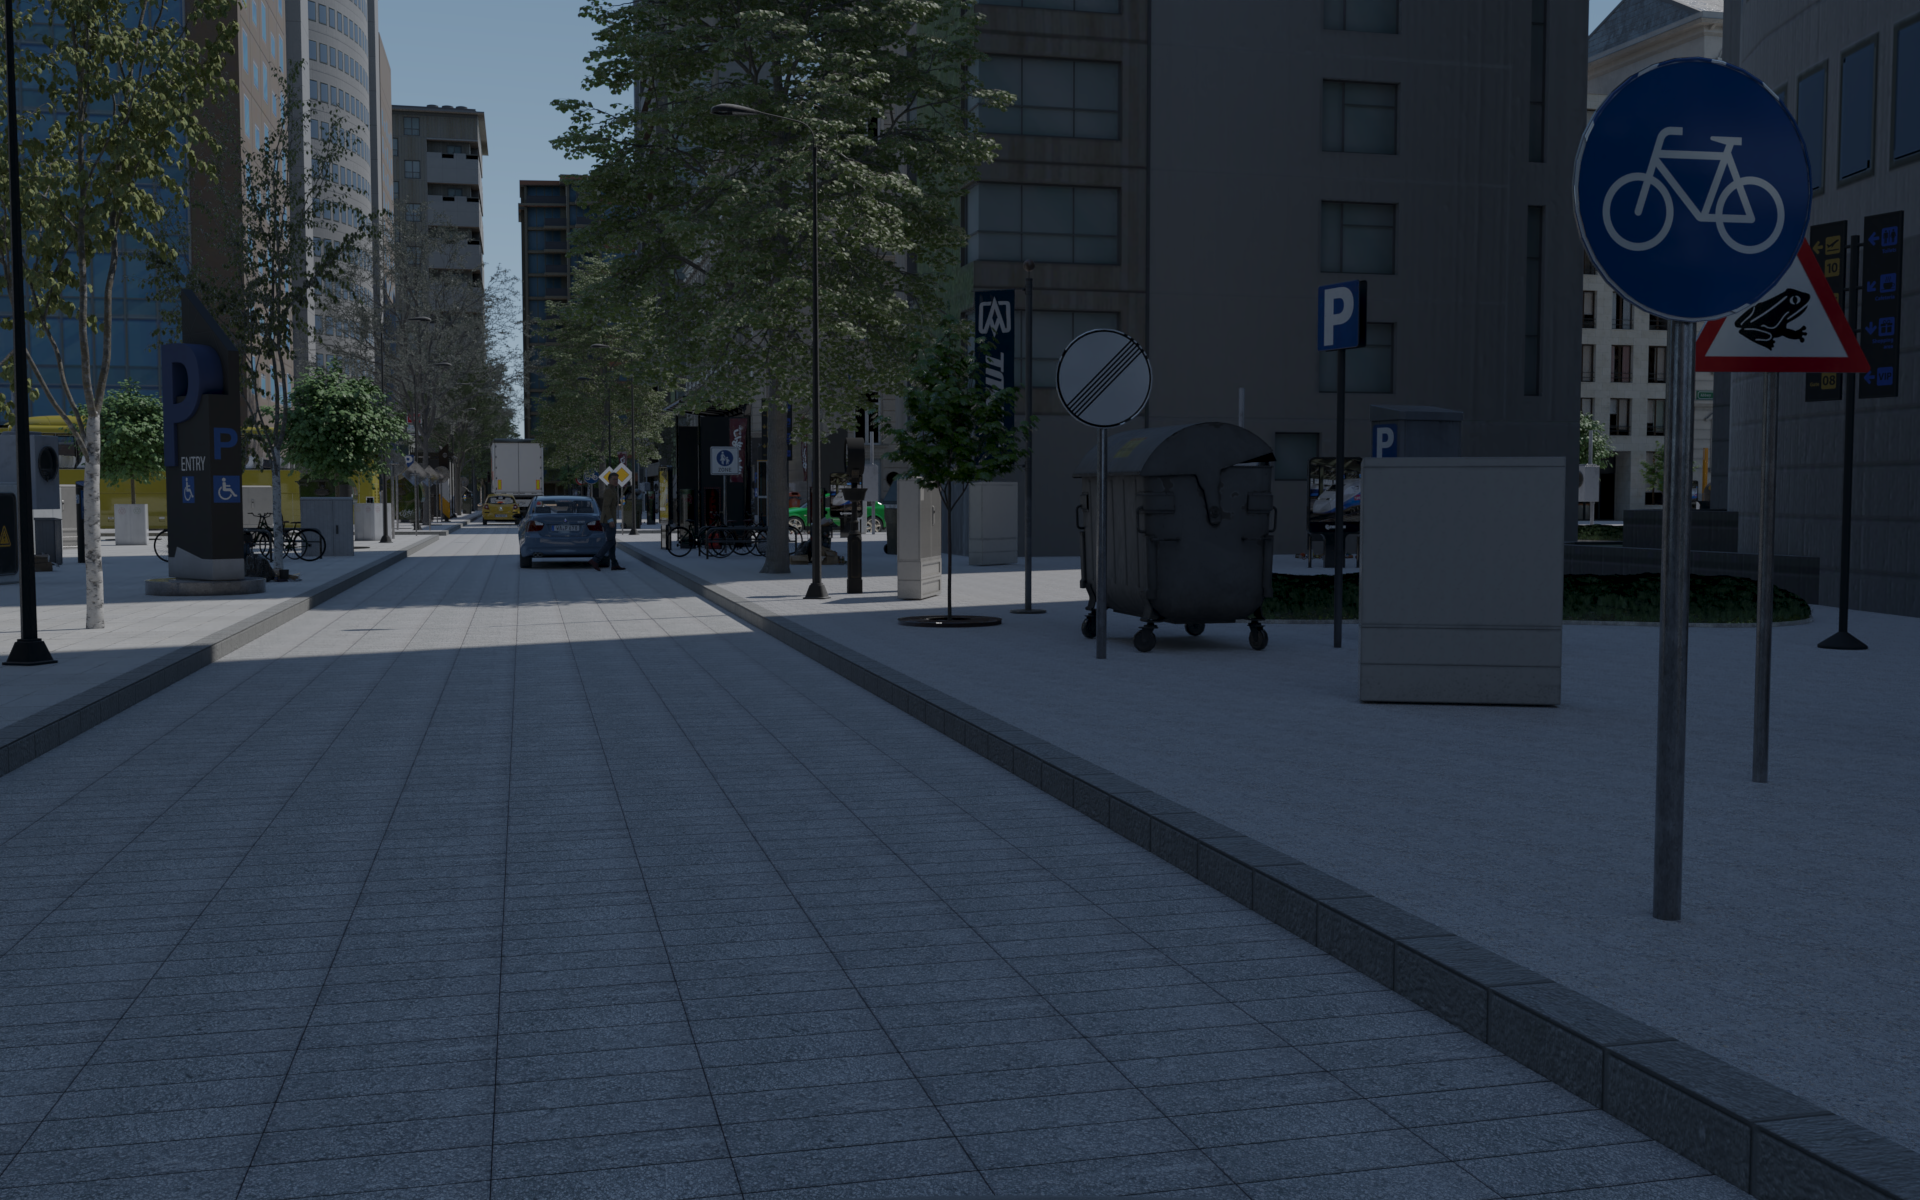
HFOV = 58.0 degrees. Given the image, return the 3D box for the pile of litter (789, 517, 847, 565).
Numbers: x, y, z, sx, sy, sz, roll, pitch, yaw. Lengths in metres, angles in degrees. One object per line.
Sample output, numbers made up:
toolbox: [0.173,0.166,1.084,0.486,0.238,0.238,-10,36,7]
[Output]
pile of litter: [-2.648,-1.088,31.758,1.719,0.858,1.176,3,5,43]

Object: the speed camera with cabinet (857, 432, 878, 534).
speed camera with cabinet: [-3.244,-3.748,55.620,0.660,3.252,2.038,-2,4,-23]

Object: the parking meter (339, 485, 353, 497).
parking meter: [-16.510,-2.332,46.546,0.372,1.533,0.369,0,3,0]

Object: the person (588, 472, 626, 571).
person: [-6.559,-1.464,32.340,0.656,1.842,0.836,3,5,45]

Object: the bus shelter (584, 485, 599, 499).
bus shelter: [-22.496,-7.030,106.227,1.731,3.624,6.357,-1,4,-14]

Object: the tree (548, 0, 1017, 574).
tree: [-2.952,-6.733,28.207,7.486,12.596,7.792,0,3,0]

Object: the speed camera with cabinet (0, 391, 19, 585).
speed camera with cabinet: [-13.781,-1.875,24.987,0.660,3.252,2.038,0,3,0]

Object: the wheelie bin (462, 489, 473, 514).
wheelie bin: [-31.736,-6.340,111.567,0.693,1.594,0.980,-1,4,-13]

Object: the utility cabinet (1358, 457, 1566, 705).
utility cabinet: [3.047,-0.116,10.582,1.173,1.500,0.318,1,4,10]

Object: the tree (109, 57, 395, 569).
tree: [-11.587,-4.781,28.536,4.360,8.622,3.978,0,3,0]

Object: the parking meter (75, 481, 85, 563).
parking meter: [-16.270,-1.461,32.304,0.372,1.533,0.369,0,3,0]

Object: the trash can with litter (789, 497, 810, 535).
trash can with litter: [-5.018,-2.693,55.093,2.233,1.210,1.678,-3,4,-38]

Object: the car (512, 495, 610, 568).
car: [-8.004,-1.405,34.974,2.014,1.417,4.499,-1,4,-14]

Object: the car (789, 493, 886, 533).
car: [-4.498,-3.120,59.815,4.718,1.807,1.959,-1,4,-15]

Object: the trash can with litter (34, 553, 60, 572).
trash can with litter: [-15.501,-1.052,28.585,1.055,1.170,0.624,-3,4,-38]

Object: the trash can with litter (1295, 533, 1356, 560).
trash can with litter: [7.594,-1.439,34.591,2.233,1.210,1.678,-1,4,-16]

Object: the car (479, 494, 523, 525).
car: [-21.624,-4.363,81.559,2.015,1.641,3.980,-1,4,-15]

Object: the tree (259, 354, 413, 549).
tree: [-14.583,-3.481,40.625,4.285,4.588,4.351,0,3,0]

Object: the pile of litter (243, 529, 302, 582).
pile of litter: [-10.542,-0.712,25.605,1.719,0.858,1.176,2,4,31]

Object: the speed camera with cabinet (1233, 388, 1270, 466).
speed camera with cabinet: [5.036,-2.281,31.634,0.660,3.252,2.038,2,4,32]

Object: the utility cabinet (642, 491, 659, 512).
utility cabinet: [-22.405,-7.127,125.207,1.173,1.500,0.318,-1,4,-18]

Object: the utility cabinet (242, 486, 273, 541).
utility cabinet: [-18.820,-2.270,45.796,1.173,1.500,0.318,-2,4,-30]

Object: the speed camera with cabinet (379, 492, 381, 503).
speed camera with cabinet: [-41.943,-8.042,125.830,2.038,3.252,0.660,-2,4,-30]

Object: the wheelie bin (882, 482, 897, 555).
wheelie bin: [-1.220,-1.768,36.812,0.693,1.594,0.980,-3,5,-41]

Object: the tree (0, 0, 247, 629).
tree: [-8.476,-4.036,16.353,4.737,8.622,4.395,0,3,0]

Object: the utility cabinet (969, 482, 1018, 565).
utility cabinet: [0.595,-1.380,31.248,0.318,1.500,1.173,2,4,34]

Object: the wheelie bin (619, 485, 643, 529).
wheelie bin: [-12.073,-3.418,63.786,0.693,1.594,0.980,2,4,24]

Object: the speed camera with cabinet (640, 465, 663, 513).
speed camera with cabinet: [-20.815,-7.568,118.079,0.660,3.252,2.038,-3,5,-39]

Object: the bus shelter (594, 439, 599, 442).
bus shelter: [-26.310,-8.960,124.122,2.179,5.291,8.768,-1,4,-14]

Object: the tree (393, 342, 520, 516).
tree: [-30.061,-10.305,102.898,8.767,10.594,7.601,1,4,17]

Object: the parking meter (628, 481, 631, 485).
parking meter: [-15.022,-4.447,78.426,0.255,1.863,0.399,-1,4,-9]

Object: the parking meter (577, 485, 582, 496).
parking meter: [-25.583,-6.789,116.705,0.255,1.863,0.399,1,4,18]

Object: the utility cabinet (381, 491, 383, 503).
utility cabinet: [-34.666,-5.852,104.359,0.318,1.500,1.173,-2,4,-26]

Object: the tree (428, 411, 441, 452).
tree: [-37.643,-13.140,132.972,7.486,12.596,7.792,0,3,0]

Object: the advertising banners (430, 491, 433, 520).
advertising banners: [-26.148,-5.302,82.881,0.090,3.025,2.074,3,4,38]

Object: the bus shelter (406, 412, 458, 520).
bus shelter: [-26.748,-6.744,87.889,2.179,5.291,8.768,-1,4,-14]

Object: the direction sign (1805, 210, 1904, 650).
direction sign: [7.349,-1.365,14.315,0.379,3.537,0.876,-1,4,-22]

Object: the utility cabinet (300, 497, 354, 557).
utility cabinet: [-13.063,-1.504,35.760,1.020,1.237,0.306,-1,4,-19]

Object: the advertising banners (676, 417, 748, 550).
advertising banners: [-5.747,-2.688,40.131,2.074,3.025,0.090,2,4,30]

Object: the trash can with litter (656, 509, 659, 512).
trash can with litter: [-20.217,-6.437,116.640,1.055,1.170,0.624,0,4,-2]

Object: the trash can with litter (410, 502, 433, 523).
trash can with litter: [-23.587,-3.925,75.568,0.624,1.170,1.055,3,5,41]

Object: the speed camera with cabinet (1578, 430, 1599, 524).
speed camera with cabinet: [19.165,-3.672,54.367,0.660,3.252,2.038,-1,4,-18]

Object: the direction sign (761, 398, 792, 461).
direction sign: [-4.304,-2.982,40.758,0.876,3.537,0.379,2,4,31]

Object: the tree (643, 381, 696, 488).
tree: [-18.531,-9.850,111.410,4.360,8.622,3.978,0,3,0]

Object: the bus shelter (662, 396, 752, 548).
bus shelter: [-6.536,-3.262,44.618,1.731,3.624,6.357,-1,4,-14]

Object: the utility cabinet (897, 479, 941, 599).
utility cabinet: [-0.486,-0.778,21.403,0.318,1.500,1.173,1,4,11]

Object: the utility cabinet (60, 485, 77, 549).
utility cabinet: [-20.913,-1.919,40.048,0.318,1.500,1.173,2,4,29]
